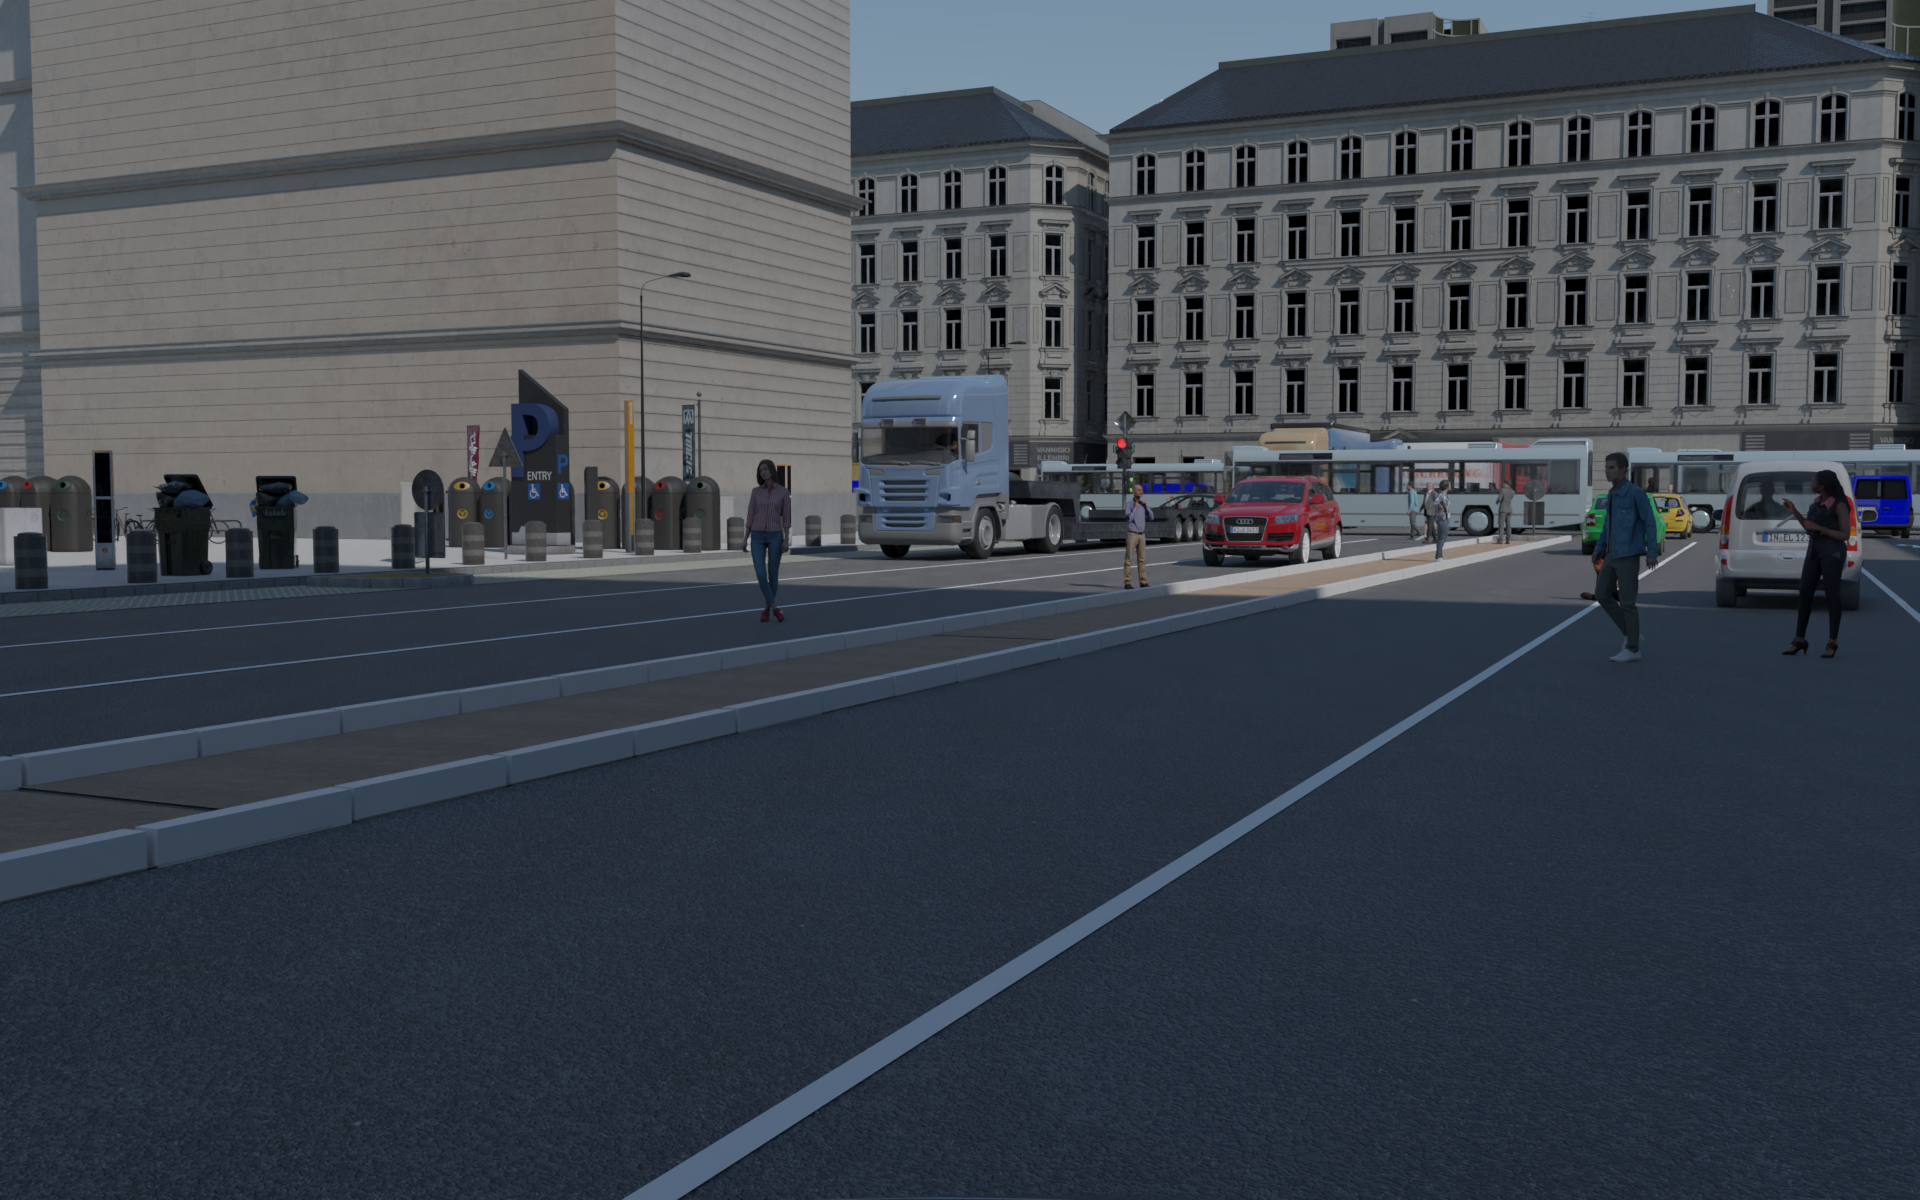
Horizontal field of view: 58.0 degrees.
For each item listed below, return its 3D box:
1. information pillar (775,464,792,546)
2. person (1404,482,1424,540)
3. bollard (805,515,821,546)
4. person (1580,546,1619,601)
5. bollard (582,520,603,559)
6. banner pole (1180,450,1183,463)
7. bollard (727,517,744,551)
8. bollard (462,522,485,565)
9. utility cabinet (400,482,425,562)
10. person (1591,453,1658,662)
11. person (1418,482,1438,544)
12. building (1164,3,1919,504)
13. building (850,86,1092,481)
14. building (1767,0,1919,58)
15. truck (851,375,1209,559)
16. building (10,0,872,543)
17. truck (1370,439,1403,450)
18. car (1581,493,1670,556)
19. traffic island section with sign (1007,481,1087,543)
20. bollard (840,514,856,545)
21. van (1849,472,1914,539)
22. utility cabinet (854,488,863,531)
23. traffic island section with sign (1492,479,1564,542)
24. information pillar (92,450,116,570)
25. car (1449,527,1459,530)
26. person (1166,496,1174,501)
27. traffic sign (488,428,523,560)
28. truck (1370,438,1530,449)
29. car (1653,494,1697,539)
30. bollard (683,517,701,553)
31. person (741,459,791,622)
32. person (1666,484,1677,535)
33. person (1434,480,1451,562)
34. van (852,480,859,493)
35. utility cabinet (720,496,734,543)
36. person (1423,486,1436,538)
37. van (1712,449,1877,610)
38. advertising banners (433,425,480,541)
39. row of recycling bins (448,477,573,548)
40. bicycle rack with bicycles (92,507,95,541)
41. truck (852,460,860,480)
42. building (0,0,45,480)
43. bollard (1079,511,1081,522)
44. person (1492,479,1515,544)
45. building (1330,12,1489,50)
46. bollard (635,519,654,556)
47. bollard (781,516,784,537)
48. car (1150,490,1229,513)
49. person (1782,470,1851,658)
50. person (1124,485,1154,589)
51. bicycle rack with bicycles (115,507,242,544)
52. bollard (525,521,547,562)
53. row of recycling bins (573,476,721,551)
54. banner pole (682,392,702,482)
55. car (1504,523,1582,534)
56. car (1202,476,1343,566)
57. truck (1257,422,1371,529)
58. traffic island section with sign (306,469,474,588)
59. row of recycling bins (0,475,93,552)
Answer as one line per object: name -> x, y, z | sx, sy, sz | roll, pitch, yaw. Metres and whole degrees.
information pillar -> -4.336, -2.334, 42.649 | 0.304, 2.012, 0.304 | 1, 4, 20
person -> 14.126, -2.772, 53.834 | 0.620, 1.820, 0.660 | 1, 4, 19
bollard -> -3.607, -1.704, 42.572 | 0.404, 0.777, 0.398 | 0, 3, 0
person -> 8.750, -0.392, 23.197 | 0.859, 0.850, 0.655 | 0, 3, 0
bollard -> -7.341, -1.217, 34.615 | 0.404, 0.777, 0.398 | 0, 3, 0
banner pole -> 12.563, -6.611, 98.109 | 0.401, 3.779, 0.863 | 0, 4, 0
bollard -> -5.104, -1.509, 39.392 | 0.404, 0.777, 0.398 | 0, 3, 0
bollard -> -8.834, -1.022, 31.433 | 0.404, 0.777, 0.398 | 0, 3, 0
utility cabinet -> -10.241, -1.456, 32.486 | 0.318, 1.500, 1.173 | -1, 4, -10
person -> 5.717, -0.368, 14.860 | 0.444, 1.785, 0.601 | 0, 4, -7
person -> 13.512, -2.510, 49.944 | 0.834, 1.777, 0.661 | -3, 4, -36
building -> 31.582, -19.863, 101.181 | 44.131, 29.872, 17.030 | 2, 4, 25
building -> -9.795, -21.033, 120.303 | 44.131, 29.872, 17.030 | 2, 4, 25
building -> 120.864, -48.840, 236.790 | 20.611, 71.187, 20.563 | 2, 4, 25
truck -> 2.509, -3.361, 44.708 | 2.967, 4.110, 18.799 | 2, 4, 25
building -> -16.104, -16.363, 54.924 | 23.554, 28.519, 14.401 | 2, 4, 25
truck -> 26.750, -5.681, 82.646 | 18.799, 4.110, 2.967 | 2, 4, 24
car -> 16.070, -2.020, 41.818 | 1.959, 1.807, 4.718 | 2, 4, 23
traffic island section with sign -> 2.700, -2.629, 51.620 | 1.989, 1.847, 2.006 | 2, 4, 25
bollard -> -2.858, -1.802, 44.177 | 0.404, 0.777, 0.398 | 0, 3, 0
van -> 30.375, -3.252, 57.552 | 2.240, 2.365, 5.245 | 2, 4, 24
utility cabinet -> -3.128, -3.083, 59.086 | 1.173, 1.500, 0.318 | 3, 5, 43
traffic island section with sign -> 17.515, -2.749, 53.085 | 2.006, 1.907, 1.989 | 2, 4, 25
information pillar -> -14.441, -1.513, 29.231 | 0.304, 2.012, 0.304 | -1, 4, -23
car -> 20.555, -3.544, 67.738 | 4.222, 1.686, 2.009 | 2, 4, 25
person -> 9.016, -3.794, 74.444 | 0.340, 1.345, 0.435 | 3, 5, 41
traffic sign -> -8.897, -2.071, 33.864 | 0.884, 2.594, 0.081 | 2, 4, 29
truck -> 24.801, -6.049, 87.810 | 11.283, 4.237, 2.839 | 2, 4, 24
car -> 22.822, -2.817, 56.279 | 2.015, 1.641, 3.980 | 2, 4, 26
bollard -> -5.847, -1.412, 37.798 | 0.404, 0.777, 0.398 | 0, 3, 0
person -> -2.182, -0.670, 19.463 | 0.555, 1.821, 0.388 | 0, 4, -6
person -> 24.956, -3.176, 60.848 | 0.534, 1.772, 0.576 | -2, 4, -35
person -> 10.128, -1.663, 36.420 | 0.376, 1.734, 0.841 | 1, 4, 20
van -> -4.375, -4.323, 75.064 | 5.245, 2.365, 2.240 | 2, 4, 24
utility cabinet -> -6.394, -2.069, 44.988 | 1.020, 1.237, 0.306 | -2, 4, -32
person -> 15.294, -2.852, 56.141 | 0.512, 1.701, 0.522 | 0, 4, -8
van -> 11.004, -0.972, 22.912 | 2.013, 2.044, 4.112 | 2, 4, 27
advertising banners -> -12.943, -2.951, 44.431 | 2.074, 3.025, 0.090 | 3, 4, 37
row of recycling bins -> -10.704, -2.093, 41.336 | 3.534, 1.692, 1.069 | 1, 4, 23
bicycle rack with bicycles -> -24.005, -2.055, 46.983 | 2.852, 0.926, 2.925 | -3, 5, -43
truck -> -3.603, -5.167, 80.403 | 9.791, 3.379, 3.469 | 2, 4, 26
building -> -35.036, -14.497, 65.910 | 19.941, 23.489, 11.050 | 2, 4, 25
bollard -> 3.888, -2.681, 58.557 | 0.404, 0.777, 0.398 | 0, 3, 0
person -> 15.417, -2.502, 49.208 | 0.655, 1.846, 0.447 | -2, 4, -28
building -> 67.608, -50.362, 261.676 | 20.611, 71.187, 20.563 | 2, 4, 25
bollard -> -6.597, -1.314, 36.208 | 0.404, 0.777, 0.398 | 0, 3, 0
bollard -> -4.357, -1.606, 40.983 | 0.404, 0.777, 0.398 | 0, 3, 0
car -> 7.983, -3.130, 60.963 | 4.222, 1.686, 2.009 | 2, 4, 25
person -> 7.501, -0.321, 15.215 | 0.593, 1.643, 0.415 | 3, 4, 38
person -> 2.688, -0.953, 26.137 | 0.516, 1.574, 0.319 | -2, 4, -29
bicycle rack with bicycles -> -20.020, -1.905, 44.530 | 2.852, 0.926, 2.925 | 3, 4, 37
bollard -> -8.090, -1.120, 33.025 | 0.404, 0.777, 0.398 | 0, 3, 0
row of recycling bins -> -7.087, -2.012, 40.012 | 3.534, 1.692, 1.069 | 2, 4, 23
banner pole -> -6.549, -3.213, 42.550 | 0.863, 3.779, 0.401 | 3, 5, 39
car -> 21.272, -3.185, 61.865 | 4.222, 1.686, 2.009 | 2, 4, 25
car -> 6.518, -1.657, 35.757 | 2.281, 1.827, 5.304 | 2, 4, 23
truck -> 14.288, -4.966, 70.101 | 2.839, 4.237, 11.283 | 2, 4, 24
traffic island section with sign -> -8.776, -1.132, 27.140 | 1.989, 1.847, 2.006 | 2, 4, 25
row of recycling bins -> -21.003, -1.949, 38.972 | 3.534, 1.692, 1.069 | 1, 4, 20
